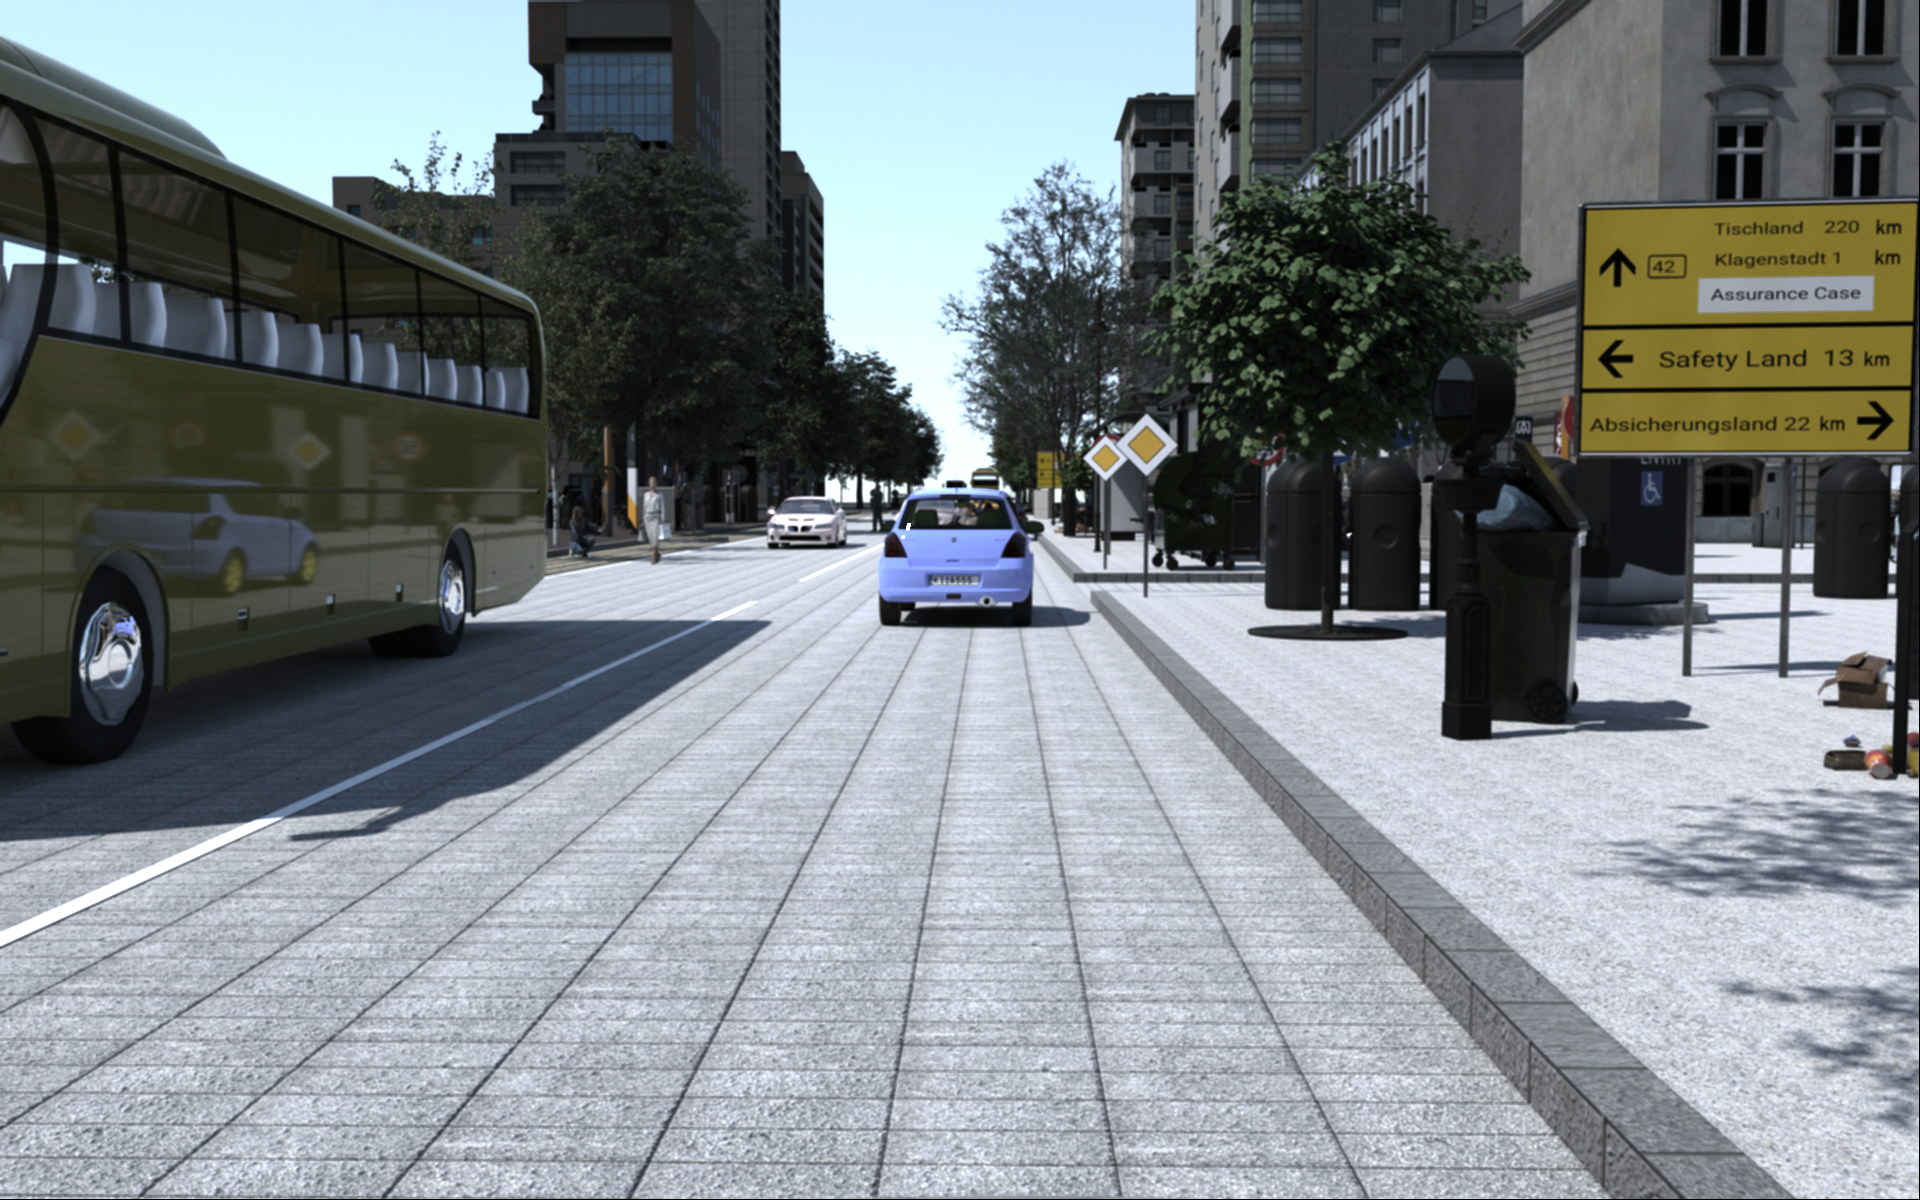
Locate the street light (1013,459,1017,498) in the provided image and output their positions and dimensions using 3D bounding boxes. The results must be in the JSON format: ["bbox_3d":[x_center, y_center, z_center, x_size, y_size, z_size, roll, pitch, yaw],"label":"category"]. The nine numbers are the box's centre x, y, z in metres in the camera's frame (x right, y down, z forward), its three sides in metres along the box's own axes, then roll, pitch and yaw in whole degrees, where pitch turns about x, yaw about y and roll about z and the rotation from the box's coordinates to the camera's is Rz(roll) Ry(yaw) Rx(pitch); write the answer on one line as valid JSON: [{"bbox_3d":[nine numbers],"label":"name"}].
[{"bbox_3d":[6.012,-12.716,180.697,0.468,5.910,1.993,0,4,1],"label":"street light"}]

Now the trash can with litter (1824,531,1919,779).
[{"bbox_3d":[4.940,0.183,8.060,2.233,1.210,1.678,-1,4,-23],"label":"trash can with litter"}]

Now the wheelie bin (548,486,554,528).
[{"bbox_3d":[-15.219,-3.482,64.833,0.693,1.594,0.980,-1,4,-23],"label":"wheelie bin"}]

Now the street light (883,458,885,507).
[{"bbox_3d":[-7.544,-12.181,171.954,0.468,5.910,1.993,0,4,1],"label":"street light"}]

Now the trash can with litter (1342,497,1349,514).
[{"bbox_3d":[10.679,-2.330,49.159,1.678,1.210,2.233,-2,4,-30],"label":"trash can with litter"}]

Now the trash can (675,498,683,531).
[{"bbox_3d":[-9.938,-2.946,59.825,0.748,1.137,0.748,0,3,0],"label":"trash can"}]

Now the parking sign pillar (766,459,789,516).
[{"bbox_3d":[-10.802,-6.989,102.736,1.447,3.967,1.447,2,4,30],"label":"parking sign pillar"}]

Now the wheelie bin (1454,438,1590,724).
[{"bbox_3d":[3.212,-0.124,9.929,0.693,1.594,0.980,2,4,25],"label":"wheelie bin"}]

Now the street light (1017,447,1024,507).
[{"bbox_3d":[5.360,-10.717,148.005,0.468,5.910,1.993,0,4,1],"label":"street light"}]

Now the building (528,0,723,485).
[{"bbox_3d":[-29.419,-30.937,155.922,14.600,45.320,14.200,0,4,1],"label":"building"}]

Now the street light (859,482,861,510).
[{"bbox_3d":[-8.053,-10.194,139.464,0.468,5.910,1.993,0,4,1],"label":"street light"}]

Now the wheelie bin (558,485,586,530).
[{"bbox_3d":[-13.830,-3.310,62.021,0.980,1.594,0.693,-3,5,-41],"label":"wheelie bin"}]

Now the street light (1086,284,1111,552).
[{"bbox_3d":[3.059,-4.008,38.318,0.468,5.910,1.993,0,4,1],"label":"street light"}]

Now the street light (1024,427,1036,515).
[{"bbox_3d":[4.705,-8.730,115.518,0.468,5.910,1.993,0,4,1],"label":"street light"}]

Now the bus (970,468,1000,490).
[{"bbox_3d":[2.367,-10.553,164.087,2.896,3.916,12.252,0,4,1],"label":"bus"}]

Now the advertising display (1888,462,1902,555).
[{"bbox_3d":[19.383,-1.833,35.178,0.974,1.923,0.123,1,4,21],"label":"advertising display"}]

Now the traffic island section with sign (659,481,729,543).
[{"bbox_3d":[-7.987,-2.642,51.821,1.989,1.847,2.006,0,4,1],"label":"traffic island section with sign"}]

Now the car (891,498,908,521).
[{"bbox_3d":[-0.729,-1.931,43.928,2.083,1.381,4.827,0,4,0],"label":"car"}]

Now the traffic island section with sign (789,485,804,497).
[{"bbox_3d":[-7.424,-4.290,78.771,1.989,1.847,2.006,0,4,1],"label":"traffic island section with sign"}]

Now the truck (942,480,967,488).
[{"bbox_3d":[-0.627,-15.376,247.327,3.469,3.379,9.791,0,4,2],"label":"truck"}]

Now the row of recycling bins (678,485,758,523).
[{"bbox_3d":[-10.791,-4.292,77.279,3.534,1.692,1.069,-1,4,-13],"label":"row of recycling bins"}]

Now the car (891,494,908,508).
[{"bbox_3d":[-5.444,-9.389,162.301,1.959,1.807,4.718,0,4,3],"label":"car"}]

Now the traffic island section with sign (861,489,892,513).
[{"bbox_3d":[-6.367,-7.409,129.770,1.989,1.847,2.006,0,4,1],"label":"traffic island section with sign"}]

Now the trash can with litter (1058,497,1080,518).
[{"bbox_3d":[5.591,-4.736,88.816,1.055,1.170,0.624,-3,4,-37],"label":"trash can with litter"}]

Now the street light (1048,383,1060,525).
[{"bbox_3d":[3.829,-5.995,70.802,0.468,5.910,1.993,0,4,1],"label":"street light"}]

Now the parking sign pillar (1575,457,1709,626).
[{"bbox_3d":[6.812,-1.773,17.466,1.447,3.967,1.447,-2,4,-33],"label":"parking sign pillar"}]

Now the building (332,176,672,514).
[{"bbox_3d":[-36.487,-16.814,119.951,27.650,21.520,28.899,0,4,1],"label":"building"}]

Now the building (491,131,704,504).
[{"bbox_3d":[-29.183,-22.623,141.592,14.160,30.474,14.107,0,4,1],"label":"building"}]

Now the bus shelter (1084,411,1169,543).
[{"bbox_3d":[4.345,-3.114,44.830,2.014,3.302,5.546,0,4,1],"label":"bus shelter"}]

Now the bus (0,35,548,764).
[{"bbox_3d":[-5.697,-1.278,12.444,2.896,3.916,12.252,0,4,0],"label":"bus"}]

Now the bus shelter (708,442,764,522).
[{"bbox_3d":[-10.465,-5.508,81.343,1.731,3.624,6.357,0,4,1],"label":"bus shelter"}]

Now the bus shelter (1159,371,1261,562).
[{"bbox_3d":[5.450,-3.618,36.792,2.179,5.291,8.768,0,4,1],"label":"bus shelter"}]

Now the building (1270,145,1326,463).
[{"bbox_3d":[22.922,-15.048,95.187,9.793,20.994,18.267,0,4,1],"label":"building"}]

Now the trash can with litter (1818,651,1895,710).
[{"bbox_3d":[5.688,0.069,10.261,1.055,1.170,0.624,2,4,26],"label":"trash can with litter"}]

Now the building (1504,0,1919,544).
[{"bbox_3d":[34.862,-14.059,48.955,34.723,24.649,14.460,0,4,1],"label":"building"}]

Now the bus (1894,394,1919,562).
[{"bbox_3d":[20.296,-1.881,25.617,13.247,3.499,2.948,0,4,3],"label":"bus"}]

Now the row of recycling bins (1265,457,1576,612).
[{"bbox_3d":[5.200,-0.743,19.260,3.534,1.692,1.069,0,4,3],"label":"row of recycling bins"}]

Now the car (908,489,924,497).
[{"bbox_3d":[-2.363,-6.724,118.615,2.281,1.827,5.304,0,4,3],"label":"car"}]

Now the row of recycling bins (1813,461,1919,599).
[{"bbox_3d":[12.317,-0.846,20.949,3.534,1.692,1.069,1,4,20],"label":"row of recycling bins"}]

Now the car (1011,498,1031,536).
[{"bbox_3d":[1.267,-2.561,54.454,1.945,1.354,3.894,0,4,2],"label":"car"}]

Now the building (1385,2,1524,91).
[{"bbox_3d":[23.132,-13.932,76.946,9.793,20.994,18.267,0,4,1],"label":"building"}]

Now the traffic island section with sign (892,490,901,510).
[{"bbox_3d":[-5.808,-9.058,156.720,1.989,1.847,2.006,0,4,1],"label":"traffic island section with sign"}]
